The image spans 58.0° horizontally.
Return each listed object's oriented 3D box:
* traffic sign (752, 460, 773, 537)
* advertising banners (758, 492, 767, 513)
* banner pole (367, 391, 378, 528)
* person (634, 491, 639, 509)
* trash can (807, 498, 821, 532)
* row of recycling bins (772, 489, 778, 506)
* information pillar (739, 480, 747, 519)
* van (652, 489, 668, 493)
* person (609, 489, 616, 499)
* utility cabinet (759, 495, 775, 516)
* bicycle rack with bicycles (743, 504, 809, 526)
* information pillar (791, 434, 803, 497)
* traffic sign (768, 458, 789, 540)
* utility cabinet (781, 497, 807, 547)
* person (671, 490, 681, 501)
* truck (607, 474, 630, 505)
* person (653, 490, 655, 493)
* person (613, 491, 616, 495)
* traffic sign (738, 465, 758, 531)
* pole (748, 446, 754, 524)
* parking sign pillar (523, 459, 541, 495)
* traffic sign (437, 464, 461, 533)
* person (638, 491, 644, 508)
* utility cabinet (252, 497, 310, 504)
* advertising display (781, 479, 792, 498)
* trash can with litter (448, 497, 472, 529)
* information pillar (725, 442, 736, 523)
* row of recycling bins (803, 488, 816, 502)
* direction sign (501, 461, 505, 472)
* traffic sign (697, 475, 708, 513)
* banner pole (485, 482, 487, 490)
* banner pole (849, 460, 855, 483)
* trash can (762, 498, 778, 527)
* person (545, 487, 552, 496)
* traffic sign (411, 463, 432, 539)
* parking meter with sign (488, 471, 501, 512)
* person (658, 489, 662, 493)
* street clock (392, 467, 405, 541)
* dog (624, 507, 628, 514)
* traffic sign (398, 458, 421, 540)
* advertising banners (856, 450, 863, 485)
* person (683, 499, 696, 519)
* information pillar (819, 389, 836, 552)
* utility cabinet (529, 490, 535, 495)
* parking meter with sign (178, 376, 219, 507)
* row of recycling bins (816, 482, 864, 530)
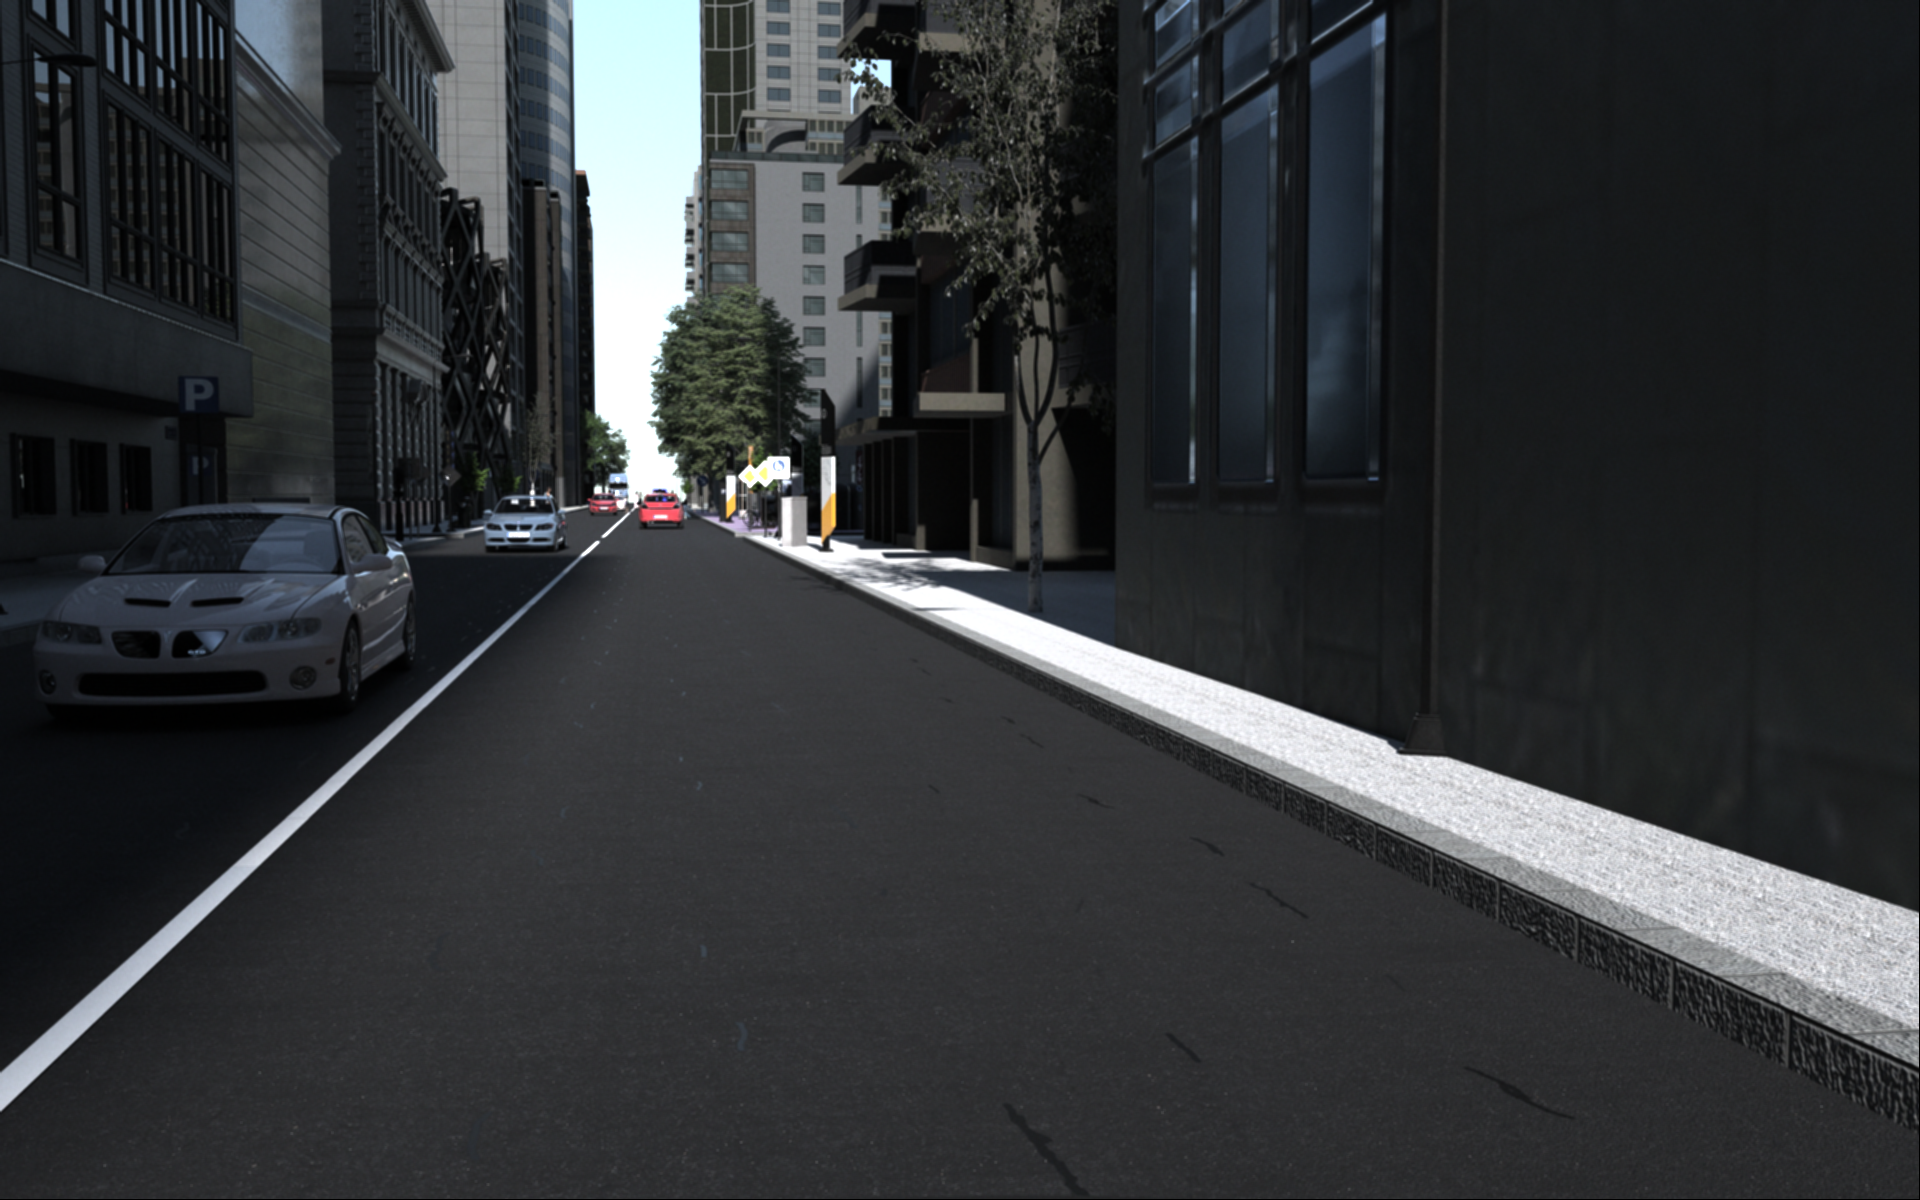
[{"bbox_3d":[-5.788,-2.927,51.496,0.795,2.450,0.064,-1,4,-10],"label":"traffic sign"},{"bbox_3d":[-13.333,-7.299,115.527,0.090,3.025,2.074,1,4,19],"label":"advertising banners"},{"bbox_3d":[-14.366,-3.202,42.366,0.401,3.779,0.863,-2,4,-34],"label":"banner pole"},{"bbox_3d":[-31.483,-9.755,168.660,0.551,1.740,0.621,3,5,39],"label":"person"},{"bbox_3d":[-4.991,-2.922,59.431,0.748,1.137,0.748,0,3,0],"label":"trash can"},{"bbox_3d":[-13.516,-7.715,133.246,1.069,1.692,3.534,-2,4,-31],"label":"row of recycling bins"},{"bbox_3d":[-11.112,-5.150,88.688,0.304,2.012,0.304,-3,5,-44],"label":"information pillar"},{"bbox_3d":[-34.974,-12.083,201.936,2.240,2.365,5.245,-1,4,-9],"label":"van"},{"bbox_3d":[-29.323,-8.348,145.005,1.348,1.822,0.705,-3,5,-44],"label":"person"},{"bbox_3d":[-11.477,-5.608,102.856,0.306,1.237,1.020,3,5,44],"label":"utility cabinet"},{"bbox_3d":[-7.284,-3.441,69.640,2.925,0.926,2.852,-1,4,-20],"label":"bicycle rack with bicycles"},{"bbox_3d":[-6.397,-4.688,67.997,0.504,3.616,0.183,1,4,19],"label":"information pillar"},{"bbox_3d":[-4.994,-2.791,47.765,0.606,2.300,0.079,0,4,-3],"label":"traffic sign"},{"bbox_3d":[-4.054,-1.907,42.337,0.306,1.237,1.020,1,4,16],"label":"utility cabinet"},{"bbox_3d":[-22.420,-7.707,135.226,1.217,1.735,0.721,-1,4,-18],"label":"person"},{"bbox_3d":[-46.246,-14.970,234.524,2.967,4.110,18.799,-1,4,-11],"label":"truck"},{"bbox_3d":[-25.084,-8.147,142.227,1.217,1.766,0.721,-2,4,-26],"label":"person"},{"bbox_3d":[-31.689,-9.152,158.953,1.217,1.723,0.721,1,4,14],"label":"person"},{"bbox_3d":[-7.195,-3.408,59.356,0.795,2.450,0.064,-1,4,-10],"label":"traffic sign"},{"bbox_3d":[-8.856,-4.869,73.453,0.158,3.312,0.155,0,3,0],"label":"pole"},{"bbox_3d":[-31.644,-8.533,127.988,1.447,3.967,1.447,3,4,38],"label":"parking sign pillar"},{"bbox_3d":[-16.988,-3.302,57.630,0.795,2.450,0.064,-1,4,-10],"label":"traffic sign"},{"bbox_3d":[-34.089,-10.715,184.482,1.217,1.735,0.721,2,4,26],"label":"person"},{"bbox_3d":[-13.176,-1.375,33.651,1.020,1.237,0.306,-2,4,-30],"label":"utility cabinet"},{"bbox_3d":[-7.282,-4.226,74.314,0.974,1.923,0.123,-3,4,-37],"label":"advertising display"},{"bbox_3d":[-18.651,-3.246,64.452,1.055,1.170,0.624,2,4,32],"label":"trash can with litter"},{"bbox_3d":[-10.254,-5.264,77.415,0.504,3.616,0.183,2,4,35],"label":"information pillar"},{"bbox_3d":[-10.792,-7.132,123.714,3.534,1.692,1.069,2,4,28],"label":"row of recycling bins"},{"bbox_3d":[-30.876,-7.659,117.225,0.379,3.537,0.876,-2,4,-34],"label":"direction sign"},{"bbox_3d":[-17.282,-7.104,116.252,0.768,2.556,0.104,0,4,-7],"label":"traffic sign"},{"bbox_3d":[-32.173,-7.757,116.851,0.863,3.779,0.401,3,5,44],"label":"banner pole"},{"bbox_3d":[-8.026,-8.481,128.679,0.401,3.779,0.863,2,4,34],"label":"banner pole"},{"bbox_3d":[-7.312,-3.365,66.677,0.748,1.137,0.748,0,3,0],"label":"trash can"},{"bbox_3d":[-21.691,-5.054,91.234,0.778,1.811,0.616,-1,4,-19],"label":"person"},{"bbox_3d":[-15.580,-2.821,49.769,0.795,2.450,0.064,-1,4,-10],"label":"traffic sign"},{"bbox_3d":[-33.275,-7.848,124.579,0.543,3.016,1.738,-3,5,-41],"label":"parking meter with sign"},{"bbox_3d":[-24.259,-8.072,140.114,1.348,1.869,0.705,0,4,2],"label":"person"},{"bbox_3d":[-15.264,-2.603,47.122,0.358,2.002,0.471,-2,4,-29],"label":"street clock"},{"bbox_3d":[-23.739,-6.362,123.309,0.540,0.507,0.406,1,4,22],"label":"dog"},{"bbox_3d":[-15.465,-2.848,48.696,0.606,2.300,0.079,-1,4,-10],"label":"traffic sign"},{"bbox_3d":[-3.549,-4.401,68.141,0.090,3.025,2.074,-2,4,-35],"label":"advertising banners"},{"bbox_3d":[-15.633,-5.161,98.383,1.012,1.151,0.738,2,4,25],"label":"person"},{"bbox_3d":[-2.926,-2.874,38.341,0.183,3.616,0.504,-3,4,-36],"label":"information pillar"},{"bbox_3d":[-25.333,-5.743,102.570,0.318,1.500,1.173,-1,4,-12],"label":"utility cabinet"},{"bbox_3d":[-11.564,-1.848,26.468,0.543,3.016,1.738,-1,4,-21],"label":"parking meter with sign"},{"bbox_3d":[-3.652,-3.397,62.649,1.069,1.692,3.534,2,4,31],"label":"row of recycling bins"}]
